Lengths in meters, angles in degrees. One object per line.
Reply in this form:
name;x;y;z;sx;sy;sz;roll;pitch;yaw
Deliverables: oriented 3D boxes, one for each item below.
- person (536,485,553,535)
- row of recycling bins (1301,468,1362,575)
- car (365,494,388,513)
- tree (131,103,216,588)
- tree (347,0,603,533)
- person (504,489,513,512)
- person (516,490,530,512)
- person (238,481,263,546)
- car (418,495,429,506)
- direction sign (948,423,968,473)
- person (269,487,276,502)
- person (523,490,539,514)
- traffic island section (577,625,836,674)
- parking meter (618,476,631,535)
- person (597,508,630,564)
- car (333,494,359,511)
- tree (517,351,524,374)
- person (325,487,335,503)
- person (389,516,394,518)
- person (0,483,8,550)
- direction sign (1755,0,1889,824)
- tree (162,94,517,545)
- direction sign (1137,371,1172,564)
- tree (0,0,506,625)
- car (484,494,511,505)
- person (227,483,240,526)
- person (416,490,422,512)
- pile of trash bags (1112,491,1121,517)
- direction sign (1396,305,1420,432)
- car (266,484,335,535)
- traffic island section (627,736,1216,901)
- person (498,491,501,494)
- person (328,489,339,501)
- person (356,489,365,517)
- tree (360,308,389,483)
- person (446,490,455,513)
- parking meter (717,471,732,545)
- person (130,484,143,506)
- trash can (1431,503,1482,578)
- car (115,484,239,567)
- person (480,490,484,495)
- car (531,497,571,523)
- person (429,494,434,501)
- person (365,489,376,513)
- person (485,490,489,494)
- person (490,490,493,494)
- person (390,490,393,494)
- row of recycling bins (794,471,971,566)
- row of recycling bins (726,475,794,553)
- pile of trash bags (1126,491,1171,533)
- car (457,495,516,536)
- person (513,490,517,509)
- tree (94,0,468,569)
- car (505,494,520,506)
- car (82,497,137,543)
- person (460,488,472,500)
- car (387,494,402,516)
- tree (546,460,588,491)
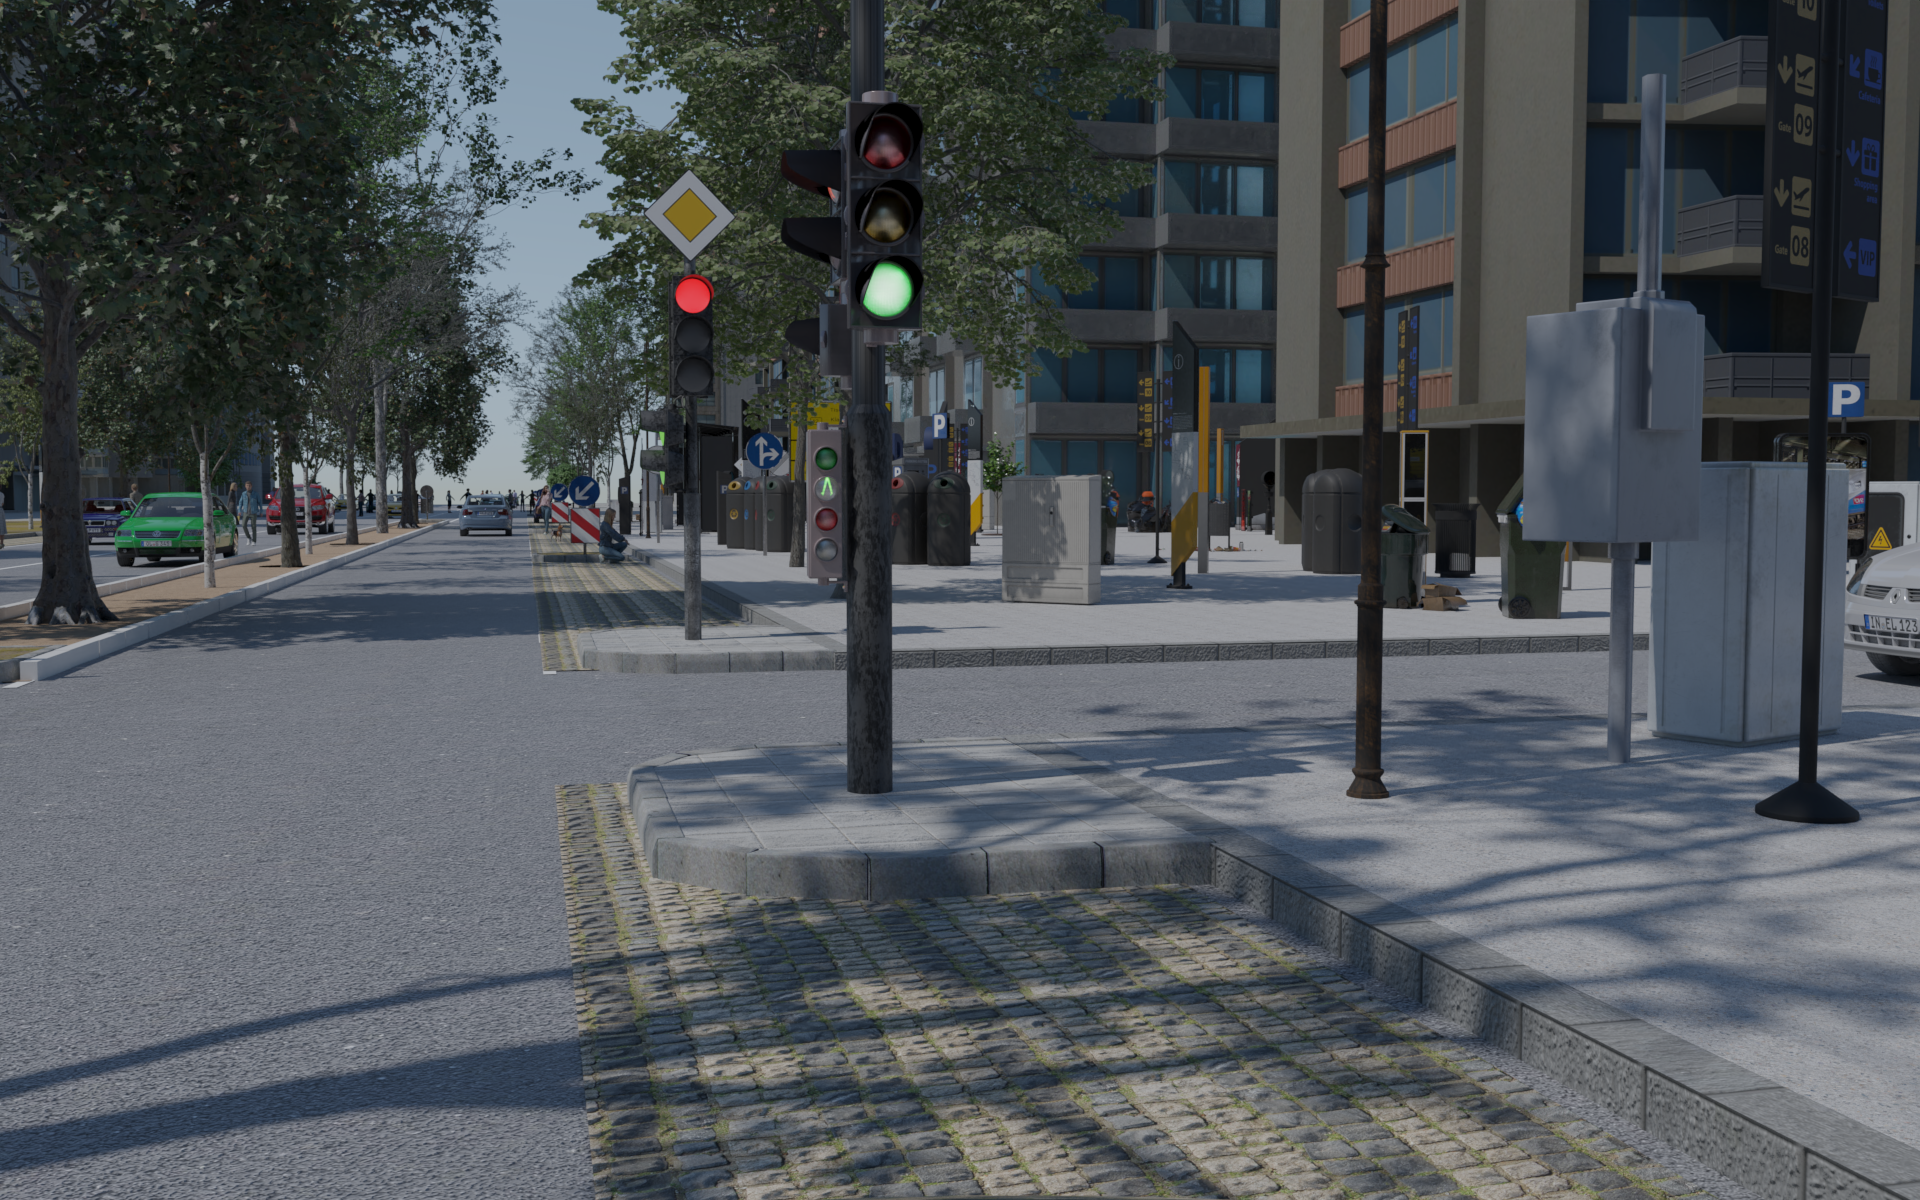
person;-14.511;-3.158;60.725;0.593;1.750;0.643;1;4;23
row of recycling bins;6.265;-1.353;29.229;1.069;1.692;3.534;0;4;7
car;-45.017;-7.498;134.392;2.131;1.459;4.920;-1;4;-14
tree;-11.334;-4.467;25.861;4.360;8.622;3.978;0;3;0
tree;-19.527;-12.429;61.566;12.611;20.169;13.585;0;3;0
person;-29.969;-6.468;114.785;0.750;1.759;0.617;0;4;-7
person;-35.289;-7.986;139.796;1.217;1.735;0.721;-3;4;-38
person;-19.612;-2.388;47.889;0.601;1.785;0.444;0;4;-4
car;-58.789;-10.830;189.432;2.083;1.381;4.827;-1;4;-13
direction sign;-0.081;-3.891;55.616;0.876;3.537;0.379;0;4;2
person;-39.334;-5.566;99.367;0.709;1.838;0.599;-2;4;-25
person;-28.394;-6.464;114.908;1.217;1.735;0.721;-2;4;-24
traffic island section;-2.327;0.429;15.264;2.009;0.180;2.903;-1;4;-14
parking meter;-10.601;-2.997;54.713;0.399;1.863;0.255;0;4;-6
person;-7.031;-1.312;35.447;0.738;1.151;1.012;0;4;0
car;-52.360;-8.418;147.864;2.015;1.641;3.980;-1;4;-13
tree;-23.241;-9.359;72.486;9.611;12.733;9.660;0;3;0
person;-36.884;-5.642;100.715;1.348;1.831;0.705;2;4;30
person;-34.181;-5.640;103.979;1.065;1.426;0.557;3;4;39
person;-24.964;-2.186;44.805;0.524;1.755;0.480;0;4;2
direction sign;3.379;-0.906;6.806;0.876;3.537;0.379;-3;4;-37
tree;-17.139;-8.291;48.380;12.009;13.543;11.850;0;3;0
direction sign;3.660;-2.449;32.031;0.876;3.537;0.379;3;4;36
tree;-9.911;-6.076;18.801;9.611;12.733;9.660;0;3;0
car;-29.045;-5.876;107.876;2.131;1.459;4.920;-1;4;-16
person;-23.964;-2.925;56.537;0.699;1.804;1.509;1;4;14
person;-43.404;-7.900;138.190;1.217;1.766;0.721;1;4;21
pile of trash bags;3.573;-2.898;57.140;3.447;1.369;1.912;0;4;6
direction sign;5.492;-1.792;21.296;0.379;3.537;0.876;0;4;-1
car;-23.931;-3.319;62.941;2.281;1.827;5.304;-1;4;-16
traffic island section;-0.380;0.903;7.519;2.009;0.180;2.903;-1;4;-14
person;-58.377;-12.903;219.469;0.705;1.822;1.348;3;5;43
person;-45.284;-7.078;124.314;1.350;1.814;0.705;-1;4;-12
person;-38.311;-6.195;110.497;1.217;1.736;0.721;3;4;37
tree;-15.315;-5.360;40.461;4.360;8.622;3.978;0;3;0
person;-38.748;-7.485;131.666;0.721;1.735;1.217;1;4;13
parking meter;-5.920;-2.321;43.661;0.399;1.863;0.255;-1;4;-11
person;-26.224;-2.812;55.032;0.362;1.759;0.519;1;4;23
trash can;7.618;-0.915;26.614;0.748;1.137;0.748;0;3;0
car;-16.122;-1.649;35.761;1.959;1.807;4.718;-1;4;-14
person;-47.505;-10.038;172.556;0.705;1.831;1.348;2;4;29
car;-20.336;-4.503;86.207;1.945;1.354;3.894;-1;4;-13
person;-43.311;-8.151;141.770;0.705;1.824;1.348;0;4;8
person;-44.320;-7.450;130.328;1.348;1.821;0.705;1;4;16
person;-32.899;-6.822;120.767;1.217;1.743;0.721;-3;5;-40
person;-51.363;-11.072;189.401;0.599;1.838;0.709;0;4;3
person;-41.197;-7.112;125.497;1.217;1.735;0.721;0;4;-5
row of recycling bins;-1.302;-1.515;31.881;3.534;1.692;1.069;2;4;34
row of recycling bins;-4.429;-1.984;39.547;1.069;1.692;3.534;-2;4;-26
pile of trash bags;6.584;-2.999;58.792;1.912;1.369;3.447;0;4;-4
car;-16.432;-2.941;60.085;2.014;1.417;4.499;-1;4;-14
person;-43.470;-9.809;168.742;0.599;1.838;0.709;2;4;25
tree;-13.147;-6.436;33.434;9.928;11.665;9.643;0;3;0
car;-54.024;-12.024;208.381;2.131;1.459;4.920;-1;4;-16
car;-24.701;-2.286;49.955;1.945;1.354;3.894;-1;4;-16
person;-36.328;-7.331;127.989;1.348;1.869;0.705;-2;4;-33
car;-32.962;-5.587;101.563;2.015;1.641;3.980;-1;4;-15
tree;-42.176;-12.224;183.581;4.285;4.588;4.351;0;3;0
